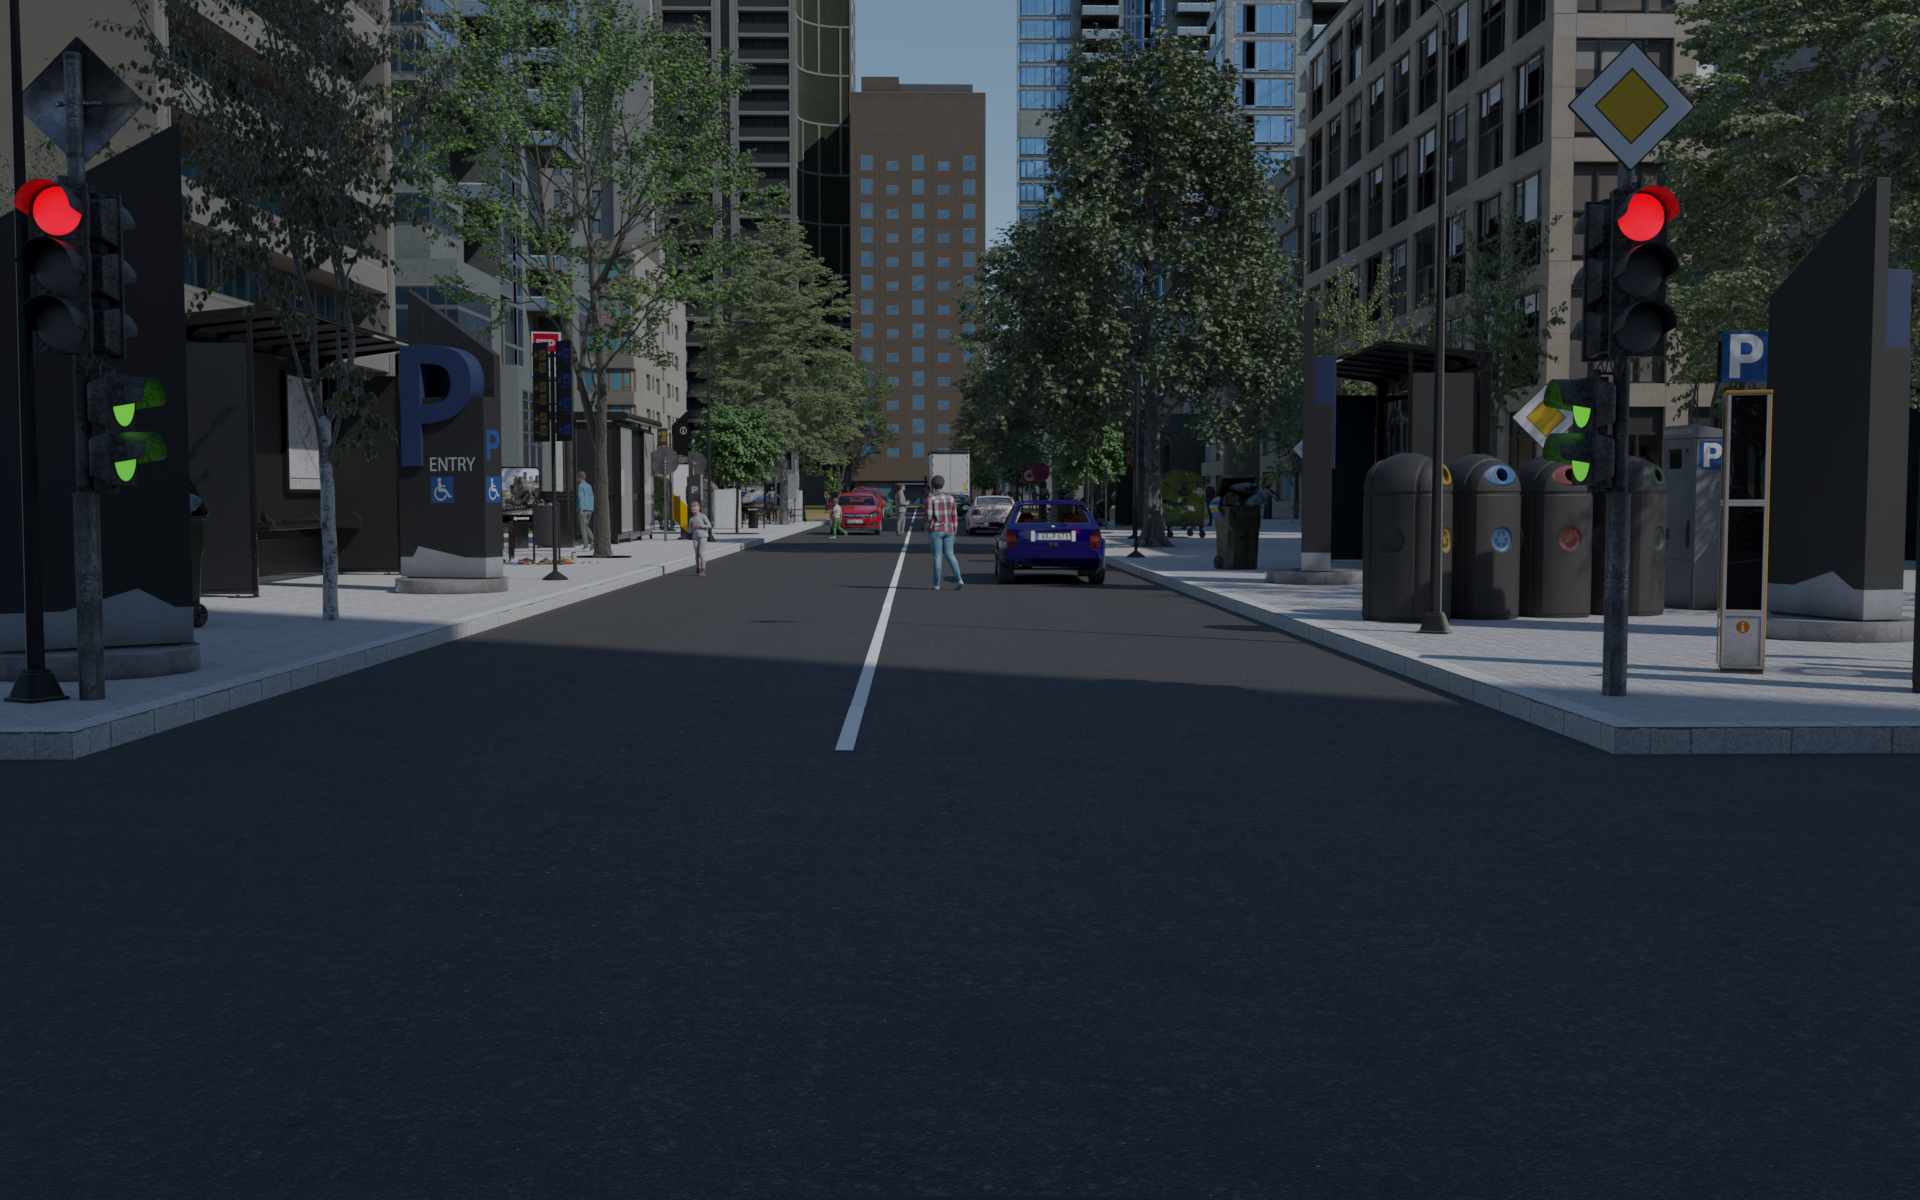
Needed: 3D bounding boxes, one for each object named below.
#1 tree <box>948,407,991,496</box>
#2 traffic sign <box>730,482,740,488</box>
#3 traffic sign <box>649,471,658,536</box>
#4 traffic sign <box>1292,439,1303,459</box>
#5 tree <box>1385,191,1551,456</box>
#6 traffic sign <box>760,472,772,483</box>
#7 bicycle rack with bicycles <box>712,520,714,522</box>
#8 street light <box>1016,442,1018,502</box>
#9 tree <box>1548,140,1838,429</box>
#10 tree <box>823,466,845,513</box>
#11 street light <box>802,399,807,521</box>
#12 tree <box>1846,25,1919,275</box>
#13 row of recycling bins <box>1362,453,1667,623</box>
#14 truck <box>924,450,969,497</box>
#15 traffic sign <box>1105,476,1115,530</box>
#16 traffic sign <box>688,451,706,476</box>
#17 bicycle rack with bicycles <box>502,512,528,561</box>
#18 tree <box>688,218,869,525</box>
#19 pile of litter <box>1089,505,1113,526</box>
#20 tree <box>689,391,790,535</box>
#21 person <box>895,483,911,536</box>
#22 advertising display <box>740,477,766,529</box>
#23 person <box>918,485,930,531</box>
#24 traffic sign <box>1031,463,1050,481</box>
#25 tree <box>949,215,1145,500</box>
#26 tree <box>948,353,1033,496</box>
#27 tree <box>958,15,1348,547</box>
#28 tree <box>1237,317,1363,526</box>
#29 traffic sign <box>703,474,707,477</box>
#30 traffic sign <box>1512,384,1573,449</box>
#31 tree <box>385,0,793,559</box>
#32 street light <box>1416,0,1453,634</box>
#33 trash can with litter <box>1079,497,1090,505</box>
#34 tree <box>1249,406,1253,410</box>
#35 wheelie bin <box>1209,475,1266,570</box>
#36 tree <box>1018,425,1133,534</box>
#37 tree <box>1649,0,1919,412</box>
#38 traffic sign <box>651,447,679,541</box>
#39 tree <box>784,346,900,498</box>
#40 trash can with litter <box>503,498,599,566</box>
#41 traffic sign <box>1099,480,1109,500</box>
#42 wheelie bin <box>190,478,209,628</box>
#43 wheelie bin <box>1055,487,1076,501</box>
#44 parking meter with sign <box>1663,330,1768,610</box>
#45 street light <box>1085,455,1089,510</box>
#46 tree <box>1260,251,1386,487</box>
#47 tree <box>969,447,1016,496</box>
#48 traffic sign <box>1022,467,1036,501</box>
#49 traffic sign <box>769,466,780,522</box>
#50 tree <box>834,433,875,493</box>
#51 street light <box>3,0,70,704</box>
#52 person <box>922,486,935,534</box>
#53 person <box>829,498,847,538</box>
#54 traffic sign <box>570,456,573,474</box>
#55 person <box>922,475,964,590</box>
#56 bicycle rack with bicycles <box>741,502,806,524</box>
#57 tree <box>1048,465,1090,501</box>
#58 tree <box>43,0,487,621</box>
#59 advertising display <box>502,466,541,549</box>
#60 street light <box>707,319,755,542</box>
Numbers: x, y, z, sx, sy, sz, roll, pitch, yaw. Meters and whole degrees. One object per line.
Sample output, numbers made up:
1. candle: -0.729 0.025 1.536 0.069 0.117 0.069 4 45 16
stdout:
1. tree: 2.425 -14.013 163.522 8.767 10.594 7.601 1 4 18
2. traffic sign: -11.098 -5.077 85.131 0.606 2.300 0.079 0 4 2
3. traffic sign: -9.476 -3.231 52.931 0.768 2.556 0.104 0 4 1
4. traffic sign: 7.206 -2.182 35.402 0.795 2.593 0.064 0 4 7
5. tree: 13.018 -5.663 42.959 4.737 8.622 4.395 0 3 0
6. traffic sign: -9.726 -5.247 85.793 0.884 2.594 0.081 0 4 2
7. bicycle rack with bicycles: -10.842 -4.044 79.508 2.852 0.926 2.925 -2 4 -29
8. street light: 2.284 -6.943 86.056 1.470 5.913 1.316 0 4 -1
9. tree: 15.042 -5.140 34.405 4.737 8.622 4.395 0 3 0
10. tree: -8.803 -7.511 117.400 1.663 3.219 1.824 0 3 0
11. street light: -6.832 -6.672 81.621 1.470 5.913 1.316 0 4 -1
12. tree: 13.186 -5.130 18.284 7.601 10.594 8.767 0 4 -2
13. row of recycling bins: 5.772 -0.670 18.060 3.534 1.692 1.069 -1 4 -20
14. truck: -0.881 -7.806 116.537 2.839 4.237 11.283 0 4 -3
15. traffic sign: 5.295 -3.821 62.581 0.768 2.556 0.104 0 4 5
16. traffic sign: -7.854 -3.112 50.994 0.768 2.556 0.104 0 4 4
17. bicycle rack with bicycles: -9.796 -1.280 34.307 2.852 0.926 2.925 0 4 -5
18. tree: -7.787 -9.416 72.083 7.486 12.596 7.792 0 3 0
19. pile of litter: 5.345 -3.342 68.603 1.719 0.858 1.176 -2 4 -24
20. tree: -7.132 -4.383 55.375 4.285 4.588 4.351 0 3 0
21. person: -1.928 -3.087 59.180 0.583 1.804 0.606 -1 4 -16
22. advertising display: -7.702 -3.624 64.461 0.974 1.923 0.123 1 4 12
23. person: -1.207 -3.613 67.850 0.850 1.792 0.678 1 4 17
24. traffic sign: 3.268 -4.293 70.304 0.768 2.556 0.104 0 4 1
25. tree: 4.247 -10.441 77.365 9.857 13.997 8.962 0 3 0
26. tree: 2.658 -13.102 132.348 7.486 12.596 7.792 0 3 0
27. tree: 4.593 -7.640 41.917 9.611 12.733 9.660 0 3 0
28. tree: 13.877 -7.286 69.488 4.360 8.622 3.978 0 3 0
29. traffic sign: -12.198 -4.854 81.499 0.606 2.300 0.079 0 4 7
30. traffic sign: 7.025 -1.286 20.759 0.795 2.593 0.064 0 4 5
31. tree: -7.342 -6.644 34.382 9.928 11.665 9.643 0 3 0
32. street light: 3.845 -2.646 15.811 1.470 5.913 1.316 0 4 -1
33. trash can with litter: 4.926 -3.606 70.343 0.624 1.170 1.055 -1 4 -20
34. tree: 12.396 -6.831 62.055 4.737 8.622 4.395 0 3 0
35. wheelie bin: 4.764 -1.322 29.516 0.980 1.594 0.693 -1 4 -17
36. tree: 4.200 -4.453 56.513 4.285 4.588 4.351 0 3 0
37. tree: 14.084 -6.701 27.682 7.486 12.596 7.792 0 3 0
38. traffic sign: -7.974 -2.856 46.805 0.768 2.556 0.104 0 4 -1
39. tree: -10.090 -14.196 142.469 12.009 13.543 11.850 0 3 0
40. trash can with litter: -7.918 -1.271 31.838 2.233 1.210 1.678 1 4 12
41. traffic sign: 6.975 -5.185 84.888 0.768 2.556 0.104 0 4 0
42. wheelie bin: -7.622 -0.525 16.491 0.980 1.594 0.693 1 4 18
43. wheelie bin: 4.476 -4.019 73.616 0.980 1.594 0.693 2 4 24
44. parking meter with sign: 8.241 -1.414 19.387 0.543 3.016 1.738 -1 4 -8
45. street light: 3.193 -4.789 50.844 1.470 5.913 1.316 0 4 -1
46. tree: 12.436 -6.278 53.013 4.737 8.622 4.395 0 3 0
47. tree: 3.605 -6.981 97.846 4.285 4.588 4.351 0 3 0
48. traffic sign: 3.341 -5.061 82.854 0.768 2.556 0.104 0 4 8
49. traffic sign: -8.475 -4.868 79.706 0.768 2.556 0.104 0 4 4
50. tree: -10.021 -12.731 158.512 4.360 8.622 3.978 0 3 0
51. street light: -5.200 -2.328 10.596 1.470 5.913 1.316 0 4 -1
52. person: -1.043 -3.378 63.100 0.648 1.900 0.474 -1 4 -15
53. person: -3.931 -2.637 55.869 0.590 1.304 0.306 1 4 10
54. traffic sign: -11.658 -3.256 53.340 0.768 2.556 0.104 0 4 0
55. person: -0.273 -1.014 25.910 0.563 1.720 0.643 -2 4 -32
56. bicycle rack with bicycles: -8.006 -3.808 75.640 2.852 0.926 2.925 -2 4 -34
57. tree: 3.841 -4.033 60.544 1.663 3.219 1.824 0 3 0
58. tree: -6.527 -4.085 17.158 4.360 8.622 3.978 0 3 0
59. advertising display: -10.317 -2.165 40.611 0.974 1.923 0.123 -2 4 -30
60. street light: -6.158 -4.505 46.198 1.470 5.913 1.316 0 4 -1
